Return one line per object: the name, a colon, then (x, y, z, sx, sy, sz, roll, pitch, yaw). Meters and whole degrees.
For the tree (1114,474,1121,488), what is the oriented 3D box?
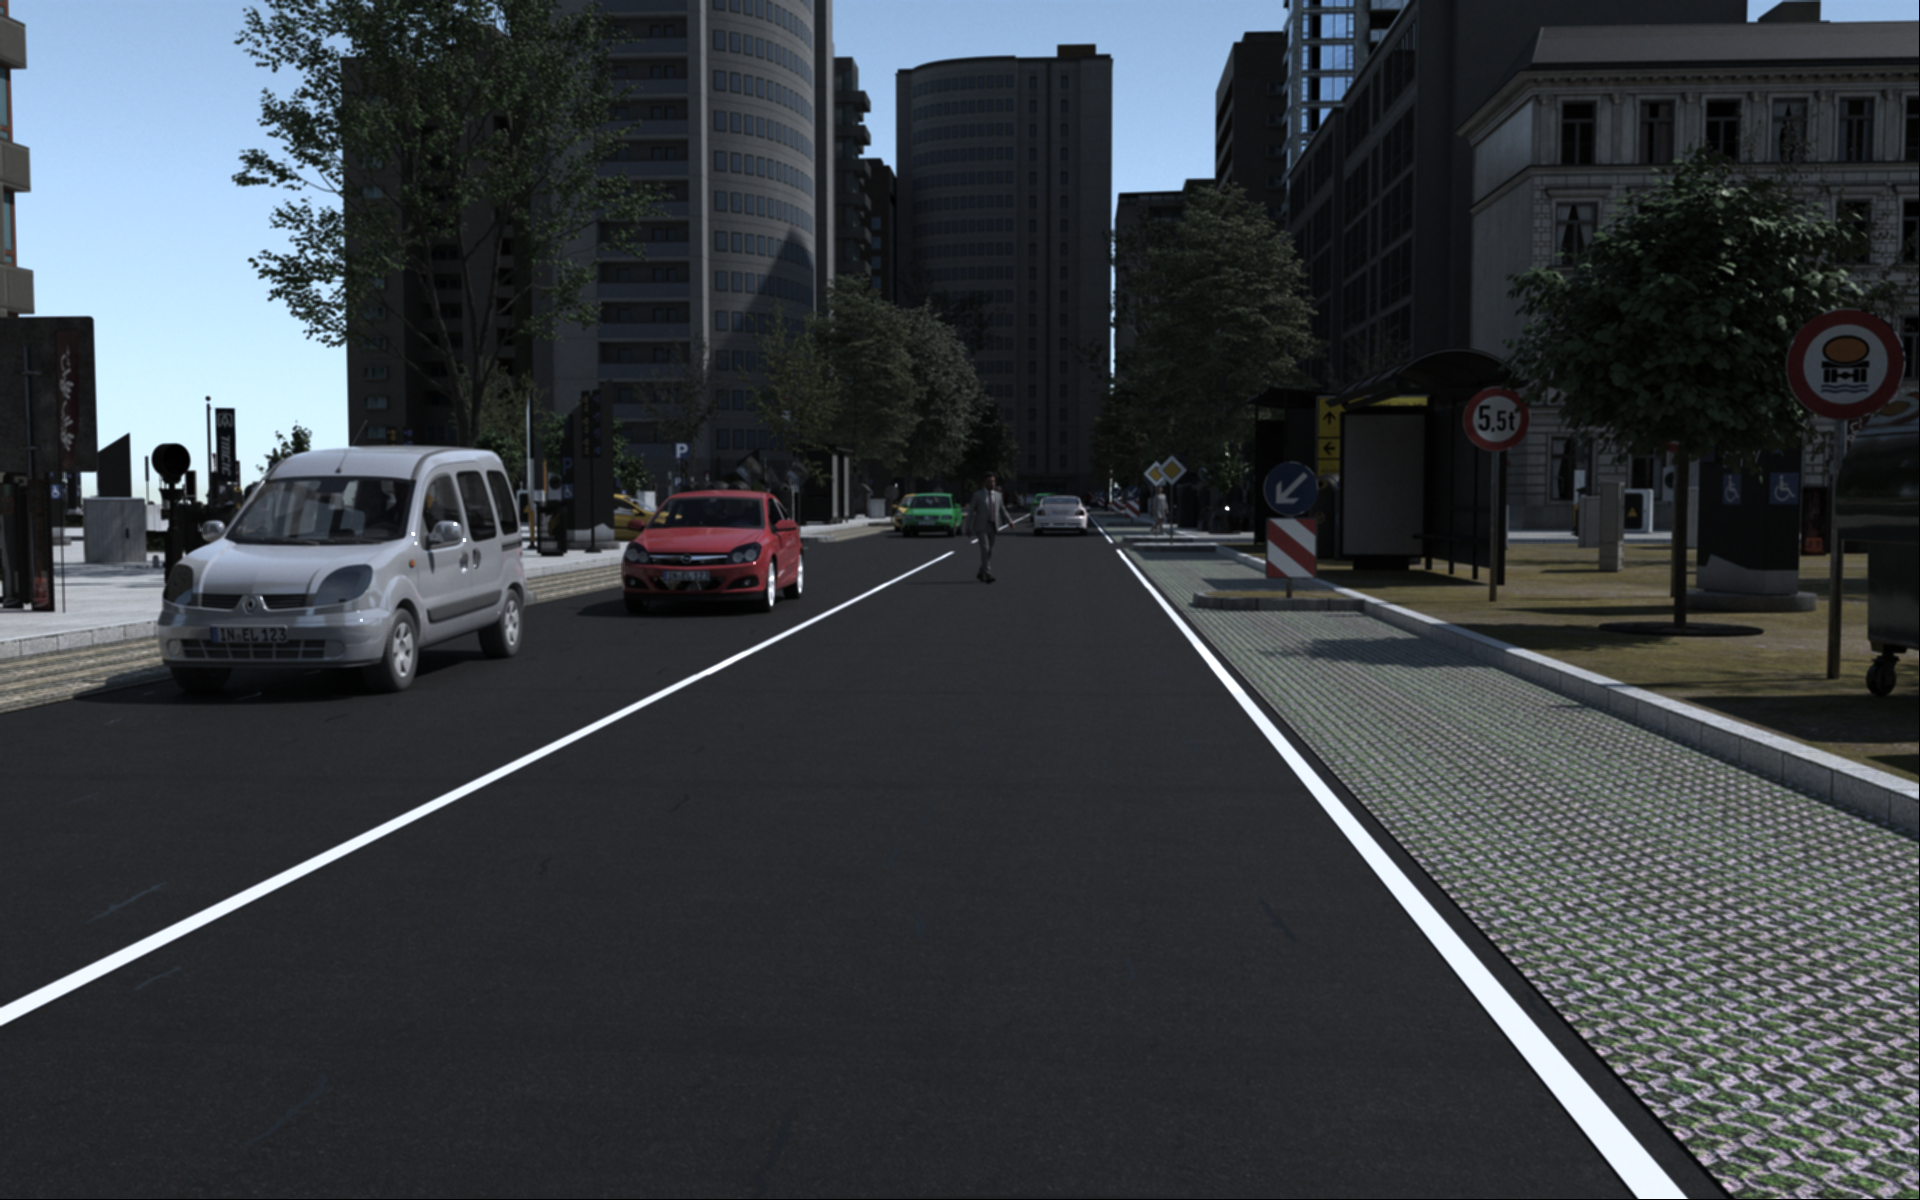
tree: (16.761, -11.445, 170.836, 4.285, 4.588, 4.351, 0, 3, 0)

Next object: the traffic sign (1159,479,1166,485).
traffic sign: (9.998, -5.166, 86.598, 0.606, 2.300, 0.079, 1, 4, 13)

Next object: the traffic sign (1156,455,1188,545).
traffic sign: (5.373, -2.467, 43.983, 0.795, 2.450, 0.064, 0, 4, 4)

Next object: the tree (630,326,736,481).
tree: (-11.929, -7.646, 75.378, 4.360, 8.622, 3.978, 0, 3, 0)

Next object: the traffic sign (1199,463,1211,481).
traffic sign: (10.330, -4.406, 72.146, 0.768, 2.556, 0.104, 0, 4, 7)

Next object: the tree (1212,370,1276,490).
tree: (16.559, -9.140, 99.795, 4.360, 8.622, 3.978, 0, 3, 0)

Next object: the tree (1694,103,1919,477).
tree: (15.750, -5.051, 32.951, 4.360, 8.622, 3.978, 0, 3, 0)

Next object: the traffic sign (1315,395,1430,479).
traffic sign: (8.483, -2.558, 35.703, 2.265, 3.308, 0.079, 1, 4, 12)

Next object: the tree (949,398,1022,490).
tree: (2.463, -17.336, 200.446, 9.611, 12.733, 9.660, 0, 3, 0)

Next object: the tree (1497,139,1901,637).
tree: (6.833, -1.980, 16.082, 4.285, 4.588, 4.351, 0, 3, 0)

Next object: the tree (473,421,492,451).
tree: (-21.034, -5.770, 78.060, 4.285, 4.588, 4.351, 0, 3, 0)

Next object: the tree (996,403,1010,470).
tree: (0.285, -15.898, 166.581, 9.857, 13.997, 8.962, 0, 3, 0)

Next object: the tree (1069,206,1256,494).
tree: (13.504, -15.694, 112.482, 12.611, 20.169, 13.585, 0, 3, 0)

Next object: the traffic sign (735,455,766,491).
traffic sign: (-5.398, -2.511, 44.692, 0.795, 2.450, 0.064, 0, 4, 4)

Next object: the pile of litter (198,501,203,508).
pile of litter: (-46.792, -5.634, 106.082, 1.719, 0.858, 1.176, 2, 4, 28)

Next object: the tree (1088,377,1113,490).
tree: (14.074, -13.312, 135.773, 7.486, 12.596, 7.792, 0, 3, 0)

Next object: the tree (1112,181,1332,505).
tree: (9.799, -8.886, 63.414, 7.486, 12.596, 7.792, 0, 3, 0)

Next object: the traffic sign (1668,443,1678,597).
traffic sign: (8.880, -1.306, 21.466, 0.768, 2.556, 0.104, 1, 4, 12)

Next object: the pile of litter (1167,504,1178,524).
pile of litter: (9.488, -3.682, 74.161, 1.176, 0.858, 1.719, 0, 4, 1)

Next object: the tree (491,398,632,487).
tree: (-12.891, -4.635, 59.490, 4.285, 4.588, 4.351, 0, 3, 0)

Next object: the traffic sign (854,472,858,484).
traffic sign: (-6.170, -5.998, 98.171, 0.768, 2.556, 0.104, 1, 4, 12)

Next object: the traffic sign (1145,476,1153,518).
traffic sign: (10.265, -5.664, 92.708, 0.768, 2.556, 0.104, 1, 4, 13)

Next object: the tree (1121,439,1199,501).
tree: (12.090, -7.076, 99.405, 4.285, 4.588, 4.351, 0, 3, 0)

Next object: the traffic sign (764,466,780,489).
traffic sign: (-8.688, -4.857, 79.417, 0.884, 2.594, 0.081, 1, 4, 13)

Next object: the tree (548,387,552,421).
tree: (-26.082, -9.263, 101.817, 4.737, 8.622, 4.395, 0, 3, 0)

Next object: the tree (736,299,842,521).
tree: (-6.321, -7.010, 64.968, 4.737, 8.622, 4.395, 0, 3, 0)

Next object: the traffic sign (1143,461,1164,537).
traffic sign: (5.884, -2.955, 51.952, 0.795, 2.450, 0.064, 0, 4, 4)

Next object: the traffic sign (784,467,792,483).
traffic sign: (-7.803, -4.922, 80.588, 0.768, 2.556, 0.104, 0, 4, 4)

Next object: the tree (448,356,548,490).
tree: (-25.531, -8.721, 92.948, 4.737, 8.622, 4.395, 0, 3, 0)

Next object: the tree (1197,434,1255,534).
tree: (8.395, -3.739, 55.727, 1.663, 3.219, 1.824, 0, 3, 0)

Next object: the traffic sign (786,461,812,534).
traffic sign: (-4.887, -2.998, 52.661, 0.795, 2.450, 0.064, 0, 4, 4)

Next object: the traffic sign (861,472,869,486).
traffic sign: (-5.396, -6.166, 100.927, 0.768, 2.556, 0.104, 0, 4, 8)

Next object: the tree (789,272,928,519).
tree: (-5.262, -10.459, 89.139, 7.486, 12.596, 7.792, 0, 3, 0)

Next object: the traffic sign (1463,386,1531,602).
traffic sign: (6.367, -1.254, 20.614, 0.768, 2.556, 0.104, 1, 4, 13)

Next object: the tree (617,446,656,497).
tree: (-13.203, -4.641, 70.484, 1.663, 3.219, 1.824, 0, 3, 0)

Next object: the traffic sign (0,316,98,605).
traffic sign: (-11.035, -1.596, 19.967, 2.265, 3.308, 0.079, 0, 4, 5)

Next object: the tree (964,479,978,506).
tree: (1.241, -11.917, 189.440, 1.663, 3.219, 1.824, 0, 3, 0)

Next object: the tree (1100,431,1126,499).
tree: (17.958, -14.917, 194.254, 4.360, 8.622, 3.978, 0, 3, 0)

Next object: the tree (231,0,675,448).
tree: (-8.938, -6.451, 31.233, 9.928, 11.665, 9.643, 0, 3, 0)

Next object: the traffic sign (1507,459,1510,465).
traffic sign: (9.696, -1.957, 32.006, 0.884, 2.594, 0.081, 0, 4, 7)

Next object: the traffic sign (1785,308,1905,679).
traffic sign: (6.070, -0.725, 11.961, 0.768, 2.556, 0.104, 1, 4, 9)

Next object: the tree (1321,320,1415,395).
tree: (17.184, -7.467, 72.454, 4.360, 8.622, 3.978, 0, 3, 0)

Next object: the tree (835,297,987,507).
tree: (-3.437, -12.531, 111.542, 9.857, 13.997, 8.962, 0, 3, 0)

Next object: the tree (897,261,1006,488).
tree: (-3.154, -17.601, 143.670, 12.611, 20.169, 13.585, 0, 3, 0)

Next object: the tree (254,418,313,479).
tree: (-16.918, -3.049, 44.449, 1.663, 3.219, 1.824, 0, 3, 0)

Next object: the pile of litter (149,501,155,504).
pile of litter: (-52.284, -5.969, 111.564, 1.719, 0.858, 1.176, -3, 5, -42)

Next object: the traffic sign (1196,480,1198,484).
traffic sign: (12.715, -5.843, 95.540, 0.884, 2.594, 0.081, 1, 4, 9)

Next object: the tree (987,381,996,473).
tree: (-3.488, -13.271, 123.635, 9.857, 13.997, 8.962, 0, 3, 0)
